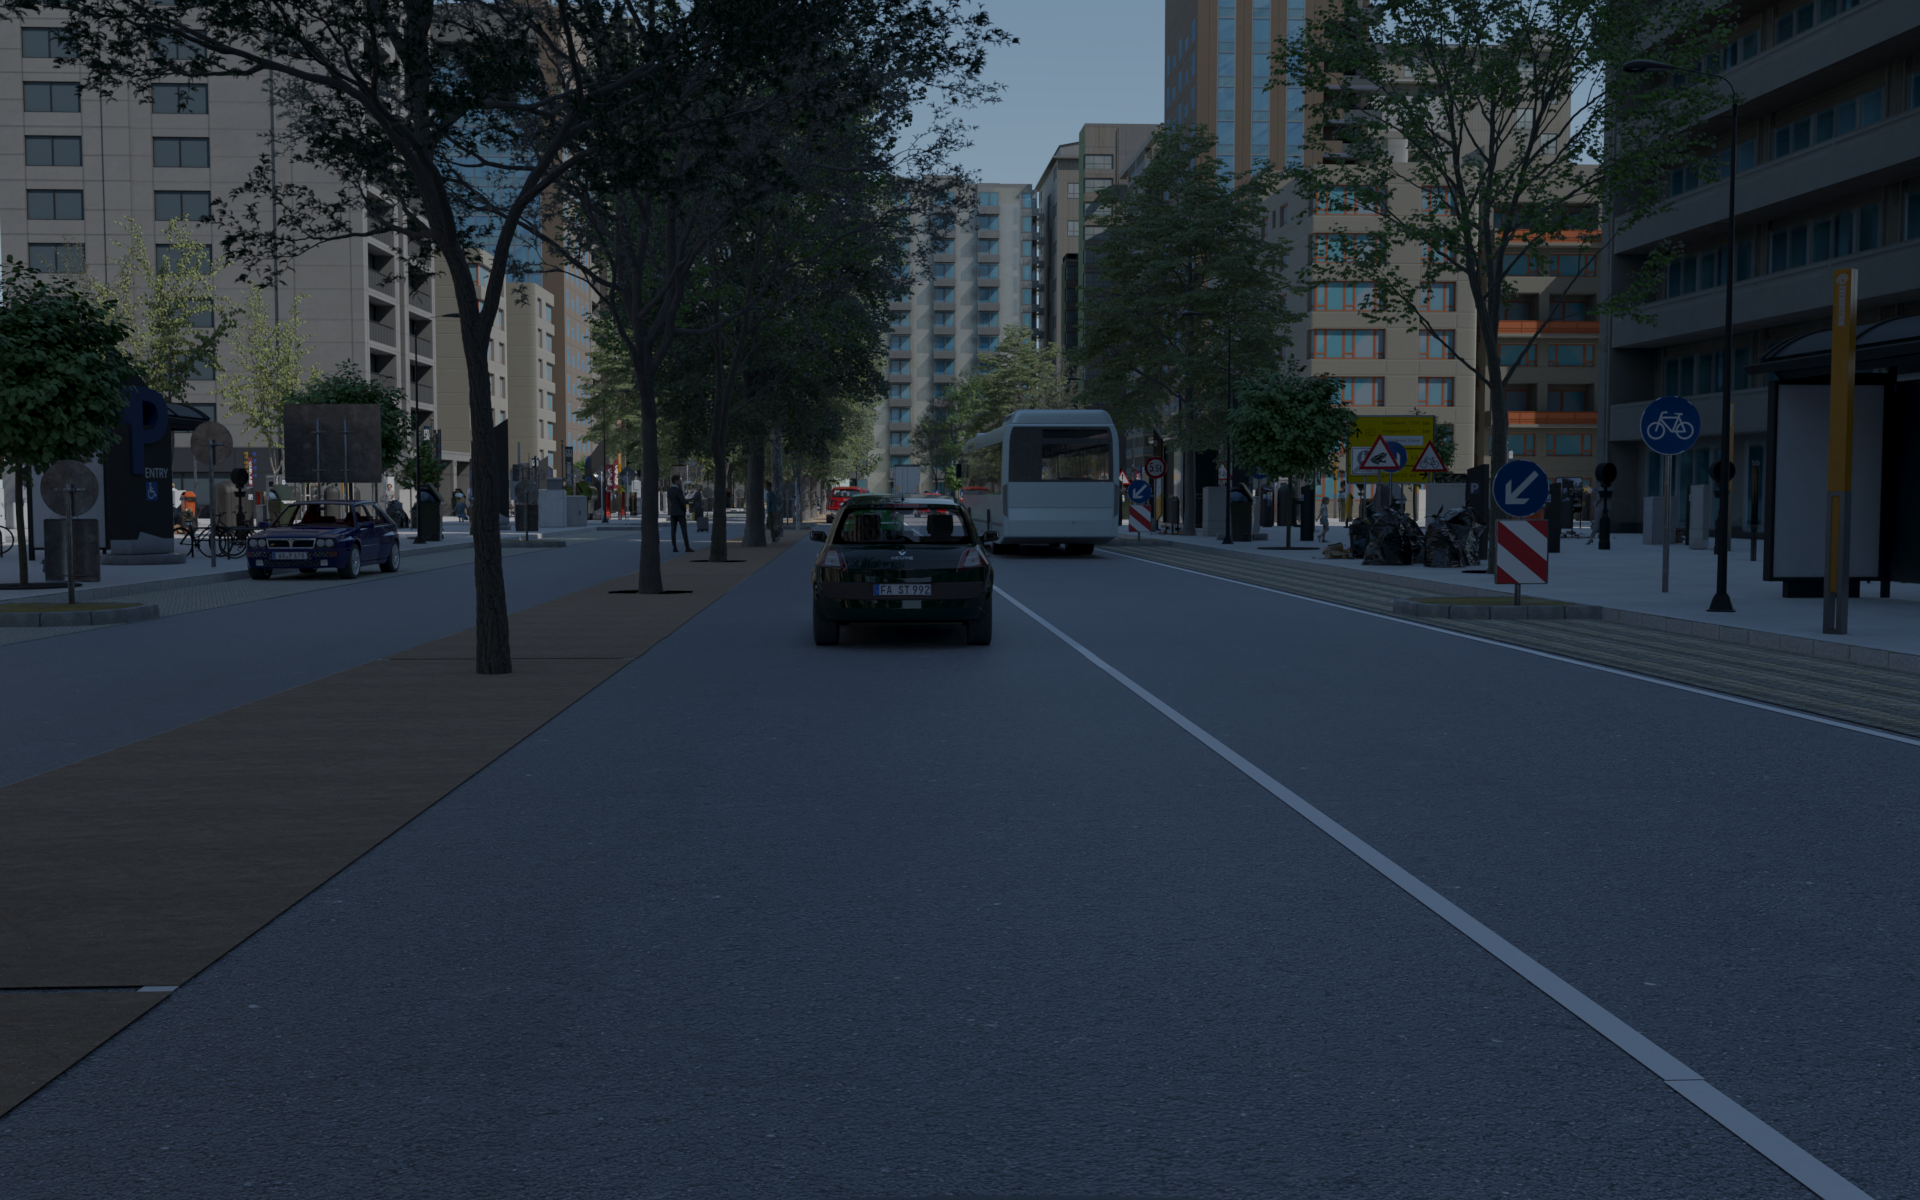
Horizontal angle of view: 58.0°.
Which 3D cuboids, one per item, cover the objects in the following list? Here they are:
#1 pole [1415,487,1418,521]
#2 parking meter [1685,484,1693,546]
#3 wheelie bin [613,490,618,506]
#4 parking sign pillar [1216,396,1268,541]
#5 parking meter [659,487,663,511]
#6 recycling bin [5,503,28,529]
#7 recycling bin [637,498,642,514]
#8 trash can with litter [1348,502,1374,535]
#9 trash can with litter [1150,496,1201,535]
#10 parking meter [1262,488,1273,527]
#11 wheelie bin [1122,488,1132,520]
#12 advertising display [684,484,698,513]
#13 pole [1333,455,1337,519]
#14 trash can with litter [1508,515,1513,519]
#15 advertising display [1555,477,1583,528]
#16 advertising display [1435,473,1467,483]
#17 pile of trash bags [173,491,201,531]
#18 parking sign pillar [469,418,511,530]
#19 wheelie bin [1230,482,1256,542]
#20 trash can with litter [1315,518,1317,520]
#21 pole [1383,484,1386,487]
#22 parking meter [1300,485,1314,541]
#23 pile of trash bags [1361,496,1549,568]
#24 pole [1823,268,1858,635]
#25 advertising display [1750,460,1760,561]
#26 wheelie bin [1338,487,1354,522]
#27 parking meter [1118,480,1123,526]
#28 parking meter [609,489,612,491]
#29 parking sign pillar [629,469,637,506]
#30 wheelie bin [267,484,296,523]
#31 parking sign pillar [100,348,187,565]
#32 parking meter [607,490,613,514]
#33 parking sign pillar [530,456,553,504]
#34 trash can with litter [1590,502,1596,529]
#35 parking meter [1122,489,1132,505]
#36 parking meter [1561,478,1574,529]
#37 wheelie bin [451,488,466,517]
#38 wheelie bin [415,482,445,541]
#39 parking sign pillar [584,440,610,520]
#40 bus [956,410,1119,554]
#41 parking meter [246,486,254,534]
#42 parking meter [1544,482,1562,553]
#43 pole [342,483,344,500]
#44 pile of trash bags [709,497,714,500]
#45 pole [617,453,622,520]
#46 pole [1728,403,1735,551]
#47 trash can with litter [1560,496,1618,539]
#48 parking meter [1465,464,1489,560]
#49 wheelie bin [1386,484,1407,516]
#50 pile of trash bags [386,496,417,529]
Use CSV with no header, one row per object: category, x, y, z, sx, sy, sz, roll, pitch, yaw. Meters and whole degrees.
pole,21.430,-5.350,81.318,0.158,3.312,0.155,0,3,0
parking meter,18.307,-2.128,43.208,0.372,1.533,0.369,0,3,0
wheelie bin,-25.546,-7.380,128.562,0.693,1.594,0.980,-2,4,-24
parking sign pillar,7.893,-3.661,48.335,1.447,3.967,1.447,1,4,17
parking meter,-22.578,-7.619,130.282,0.399,1.863,0.255,1,4,11
recycling bin,-34.352,-3.101,63.260,0.722,1.027,0.722,3,4,38
recycling bin,-20.129,-5.966,110.096,0.722,1.027,0.722,0,4,-3
trash can with litter,11.915,-2.411,50.815,1.055,1.170,0.624,2,4,23
trash can with litter,6.802,-2.683,54.931,1.678,1.210,2.233,-1,4,-12
parking meter,11.868,-3.574,66.849,0.372,1.533,0.369,0,3,0
wheelie bin,8.233,-4.808,86.523,0.693,1.594,0.980,0,4,0
advertising display,-17.792,-6.708,114.896,0.974,1.923,0.123,-1,4,-8
pole,19.624,-5.914,90.534,0.158,3.312,0.155,0,3,0
trash can with litter,19.320,-3.062,61.119,1.678,1.210,2.233,-3,4,-36
advertising display,22.754,-3.641,64.746,0.974,1.923,0.123,1,4,21
advertising display,15.277,-2.979,53.925,0.974,1.923,0.123,1,4,22
pile of trash bags,-27.450,-3.098,60.397,3.447,1.369,1.912,3,5,44
parking sign pillar,-16.748,-4.473,61.612,1.447,3.967,1.447,-2,4,-28
wheelie bin,7.603,-2.374,46.725,0.693,1.594,0.980,1,4,16
trash can with litter,17.057,-4.514,84.869,1.678,1.210,2.233,-1,4,-12
pole,17.097,-4.631,69.568,0.158,3.312,0.155,0,3,0
parking meter,9.502,-2.384,47.383,0.372,1.533,0.369,0,3,0
pile of trash bags,8.828,-1.288,30.809,1.912,1.369,3.447,-3,5,-43
pole,8.033,-1.343,15.801,0.158,3.312,0.155,0,3,0
advertising display,15.330,-1.724,33.407,0.123,1.923,0.974,2,4,25
wheelie bin,17.667,-4.372,79.383,0.693,1.594,0.980,0,4,0
parking meter,6.398,-3.934,70.035,0.255,1.863,0.399,1,4,23
parking meter,-26.581,-7.688,131.412,0.255,1.863,0.399,1,4,8
parking sign pillar,-28.485,-9.918,150.634,1.447,3.967,1.447,-2,4,-29
wheelie bin,-21.936,-2.936,55.907,0.693,1.594,0.980,2,4,25
parking sign pillar,-15.016,-2.646,31.736,1.447,3.967,1.447,1,4,9
parking meter,-22.928,-6.420,113.373,0.372,1.533,0.369,0,3,0
parking sign pillar,-29.933,-8.334,124.737,1.447,3.967,1.447,-1,4,-22
trash can with litter,23.522,-3.185,63.469,0.624,1.170,1.055,3,5,40
parking meter,8.794,-5.115,92.048,0.372,1.533,0.369,0,3,0
parking meter,22.434,-3.561,63.941,0.255,1.863,0.399,-2,4,-26
wheelie bin,-28.265,-5.488,97.637,0.980,1.594,0.693,3,5,44
wheelie bin,-14.415,-2.397,47.096,0.693,1.594,0.980,0,4,-8
parking sign pillar,-18.182,-5.974,86.145,1.447,3.967,1.447,1,4,16
bus,1.733,-3.026,44.335,2.948,3.499,13.247,0,4,-4
parking meter,-23.111,-2.922,56.183,0.372,1.533,0.369,0,3,0
parking meter,12.940,-1.802,37.867,0.372,1.533,0.369,0,3,0
pole,-29.795,-5.497,83.727,0.158,3.312,0.155,0,3,0
pile of trash bags,-22.878,-8.628,150.824,3.447,1.369,1.912,0,4,-4
pole,-17.036,-5.679,86.692,0.158,3.312,0.155,0,3,0
pole,17.216,-2.750,38.811,0.158,3.312,0.155,0,3,0
trash can with litter,17.846,-2.390,50.139,2.233,1.210,1.678,2,4,34
parking meter,10.094,-1.719,33.820,0.255,1.863,0.399,-3,5,-42
wheelie bin,13.860,-2.918,55.616,0.980,1.594,0.693,-3,4,-36
pile of trash bags,-20.679,-3.408,65.478,1.912,1.369,3.447,0,4,-2
